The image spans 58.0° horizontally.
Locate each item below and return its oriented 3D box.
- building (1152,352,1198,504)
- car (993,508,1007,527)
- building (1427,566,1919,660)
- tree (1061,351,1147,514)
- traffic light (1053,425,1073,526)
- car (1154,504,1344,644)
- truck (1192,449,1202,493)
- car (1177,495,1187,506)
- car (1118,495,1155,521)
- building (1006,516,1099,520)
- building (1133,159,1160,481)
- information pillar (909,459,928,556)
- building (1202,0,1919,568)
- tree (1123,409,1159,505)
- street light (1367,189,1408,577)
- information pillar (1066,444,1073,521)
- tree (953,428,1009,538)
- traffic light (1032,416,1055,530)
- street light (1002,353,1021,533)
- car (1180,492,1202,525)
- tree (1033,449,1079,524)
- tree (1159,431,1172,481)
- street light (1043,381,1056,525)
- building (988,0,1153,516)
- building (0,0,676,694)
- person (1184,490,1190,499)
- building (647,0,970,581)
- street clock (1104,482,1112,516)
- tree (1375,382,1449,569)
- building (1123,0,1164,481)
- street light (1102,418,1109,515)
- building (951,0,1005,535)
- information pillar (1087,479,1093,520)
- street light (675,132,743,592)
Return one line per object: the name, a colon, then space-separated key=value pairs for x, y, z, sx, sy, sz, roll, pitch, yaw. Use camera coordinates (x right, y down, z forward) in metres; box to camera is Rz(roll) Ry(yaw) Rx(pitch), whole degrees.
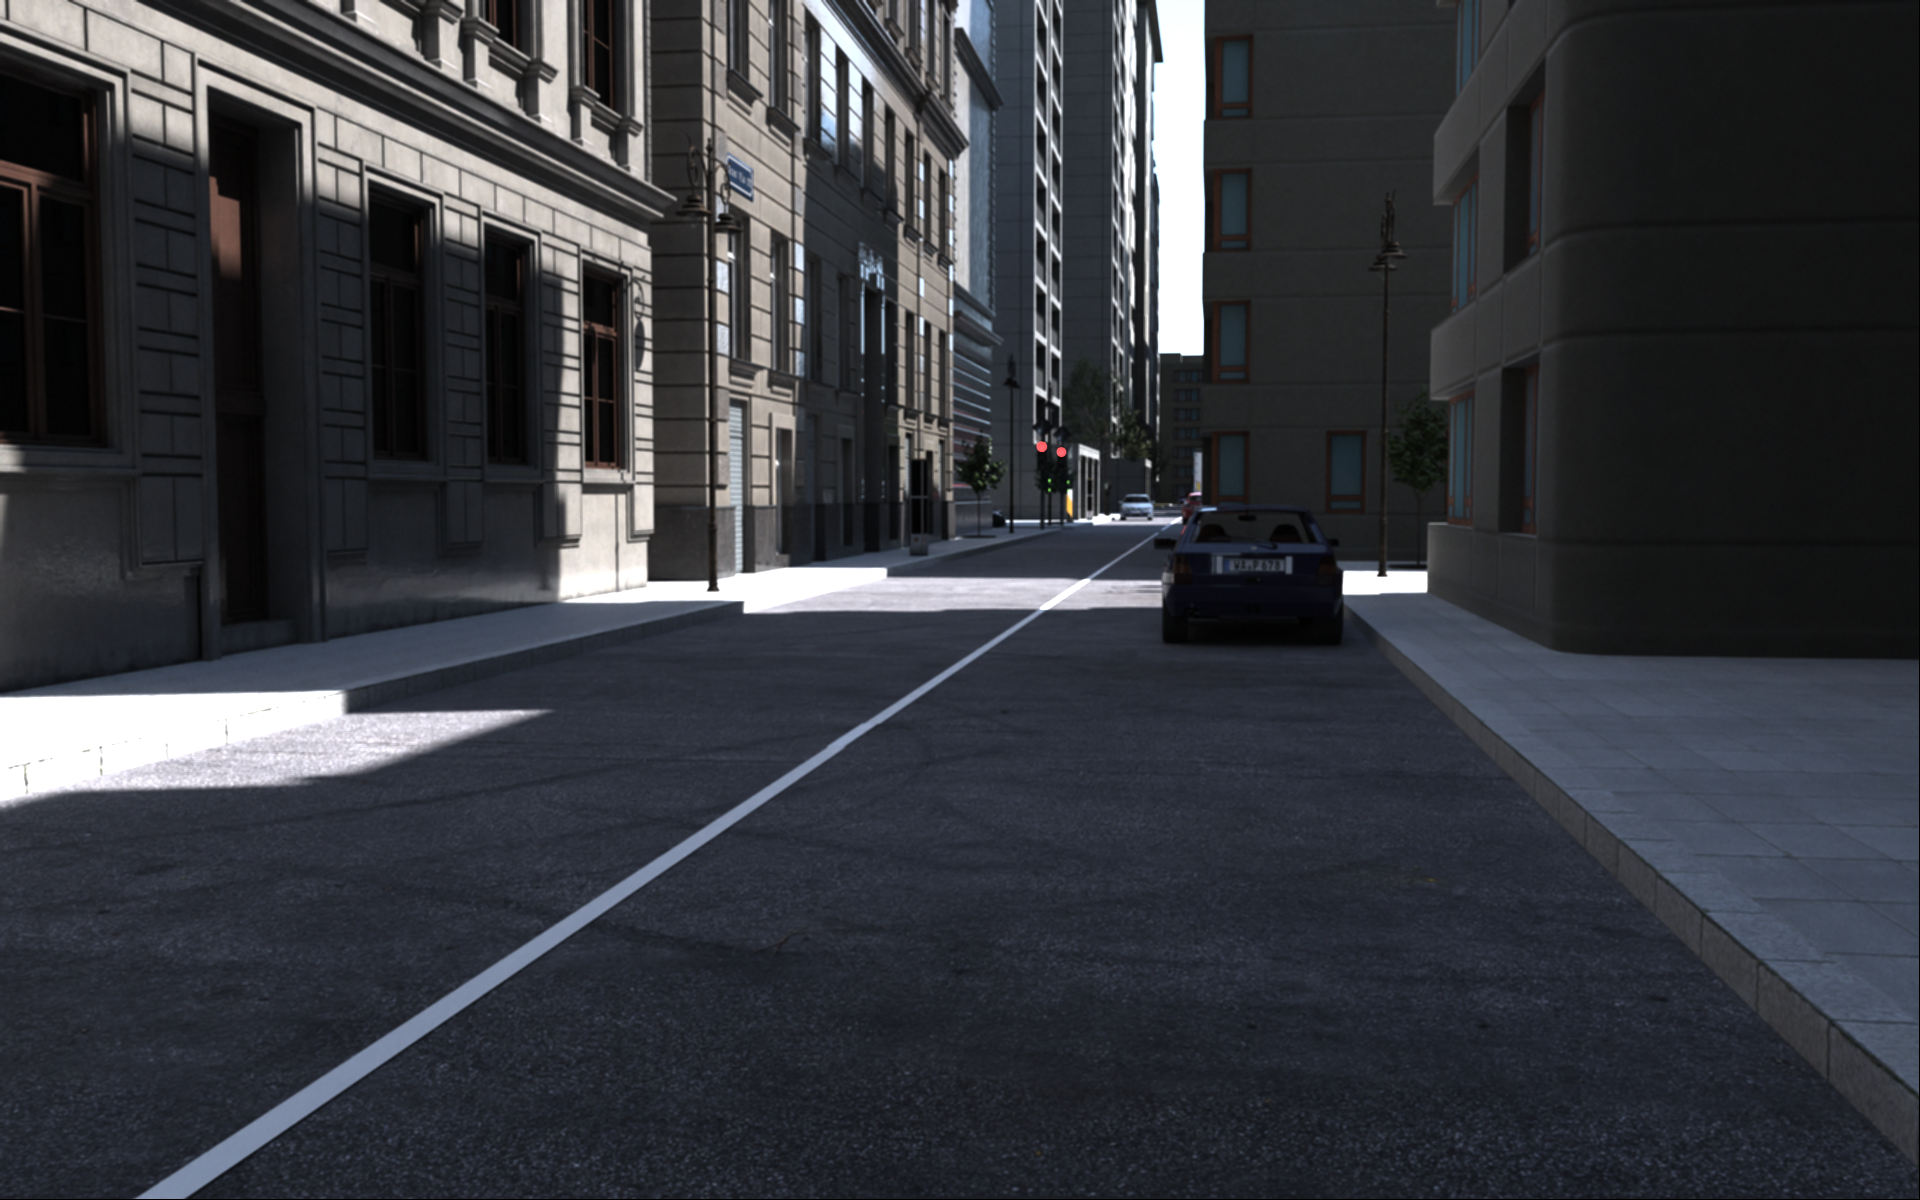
building: x=19.759 y=-24.339 z=242.977 sx=28.899 sy=21.520 sz=27.650 roll=1 pitch=4 yaw=8
car: x=-0.281 y=-3.541 z=67.680 sx=4.222 sy=1.686 sz=2.009 roll=1 pitch=4 yaw=8
building: x=17.670 y=-9.827 z=5.708 sx=27.650 sy=21.520 sz=28.899 roll=1 pitch=4 yaw=8
tree: x=8.751 y=-10.929 z=113.102 sx=7.601 sy=10.594 sz=8.767 roll=1 pitch=4 yaw=12
traffic light: x=4.164 y=-4.982 z=70.383 sx=0.839 sy=4.253 sz=0.868 roll=1 pitch=4 yaw=8
car: x=2.976 y=-0.328 z=17.945 sx=1.945 sy=1.354 sz=3.894 roll=0 pitch=4 yaw=8
truck: x=16.455 y=-7.553 z=112.405 sx=2.839 sy=4.237 sz=11.283 roll=0 pitch=4 yaw=8
car: x=27.986 y=-12.426 z=215.738 sx=1.945 sy=1.354 sz=3.894 roll=0 pitch=4 yaw=7
car: x=9.708 y=-5.082 z=95.085 sx=2.014 sy=1.417 sz=4.499 roll=0 pitch=4 yaw=7
building: x=-2.798 y=-40.102 z=93.919 sx=20.563 sy=71.187 sz=20.611 roll=1 pitch=4 yaw=8
building: x=17.573 y=-32.434 z=213.887 sx=14.086 sy=41.232 sz=14.154 roll=1 pitch=4 yaw=8
information pillar: x=-0.853 y=-1.929 z=36.026 sx=0.304 sy=2.012 sz=0.304 roll=1 pitch=4 yaw=21
building: x=20.420 y=-12.237 z=45.110 sx=27.650 sy=21.520 sz=28.899 roll=1 pitch=4 yaw=8
tree: x=13.743 y=-11.733 z=142.198 sx=4.737 sy=8.622 sz=4.395 roll=0 pitch=3 yaw=0
street light: x=6.538 y=-3.293 z=26.634 sx=0.468 sy=5.910 sz=1.993 roll=1 pitch=4 yaw=8
information pillar: x=5.093 y=-5.471 z=80.797 sx=0.183 sy=3.616 sz=0.504 roll=2 pitch=4 yaw=32
tree: x=0.683 y=-3.454 z=51.070 sx=1.663 sy=3.219 sz=1.824 roll=0 pitch=3 yaw=0
traffic light: x=2.995 y=-4.499 z=62.483 sx=0.839 sy=4.253 sz=0.868 roll=1 pitch=4 yaw=8
street light: x=1.698 y=-5.144 z=56.892 sx=0.468 sy=5.910 sz=1.993 roll=1 pitch=4 yaw=8
car: x=11.558 y=-4.509 z=82.768 sx=2.155 sy=1.783 sz=4.494 roll=1 pitch=4 yaw=9
tree: x=3.994 y=-4.842 z=73.776 sx=1.663 sy=3.219 sz=1.824 roll=0 pitch=3 yaw=0
tree: x=22.729 y=-15.438 z=202.770 sx=4.737 sy=8.622 sz=4.395 roll=0 pitch=3 yaw=0
street light: x=3.669 y=-5.989 z=70.703 sx=0.468 sy=5.910 sz=1.993 roll=1 pitch=4 yaw=8
building: x=3.832 y=-42.100 z=126.586 sx=20.563 sy=71.187 sz=20.611 roll=1 pitch=4 yaw=8
building: x=-10.613 y=-10.890 z=14.209 sx=11.583 sy=22.565 sz=21.152 roll=1 pitch=4 yaw=8
person: x=26.817 y=-11.929 z=203.166 sx=0.705 sy=1.869 sz=1.348 roll=-3 pitch=5 yaw=-43
building: x=-7.480 y=-14.687 z=37.389 sx=12.463 sy=27.353 sz=25.104 roll=1 pitch=4 yaw=8
street clock: x=8.637 y=-5.901 z=101.059 sx=0.358 sy=2.002 sz=0.471 roll=-2 pitch=4 yaw=-25
tree: x=8.083 y=-2.160 z=29.924 sx=1.663 sy=3.219 sz=1.824 roll=0 pitch=3 yaw=0
building: x=7.029 y=-36.549 z=186.813 sx=28.713 sy=52.752 sz=27.495 roll=1 pitch=4 yaw=8
street light: x=8.808 y=-8.079 z=104.883 sx=0.468 sy=5.910 sz=1.993 roll=1 pitch=4 yaw=8
building: x=-8.658 y=-14.057 z=58.717 sx=19.941 sy=23.489 sz=11.050 roll=1 pitch=4 yaw=8
information pillar: x=6.329 y=-4.888 z=84.409 sx=0.304 sy=2.012 sz=0.304 roll=0 pitch=4 yaw=8
street light: x=-3.251 y=-3.049 z=22.641 sx=0.468 sy=5.910 sz=1.993 roll=1 pitch=4 yaw=8
